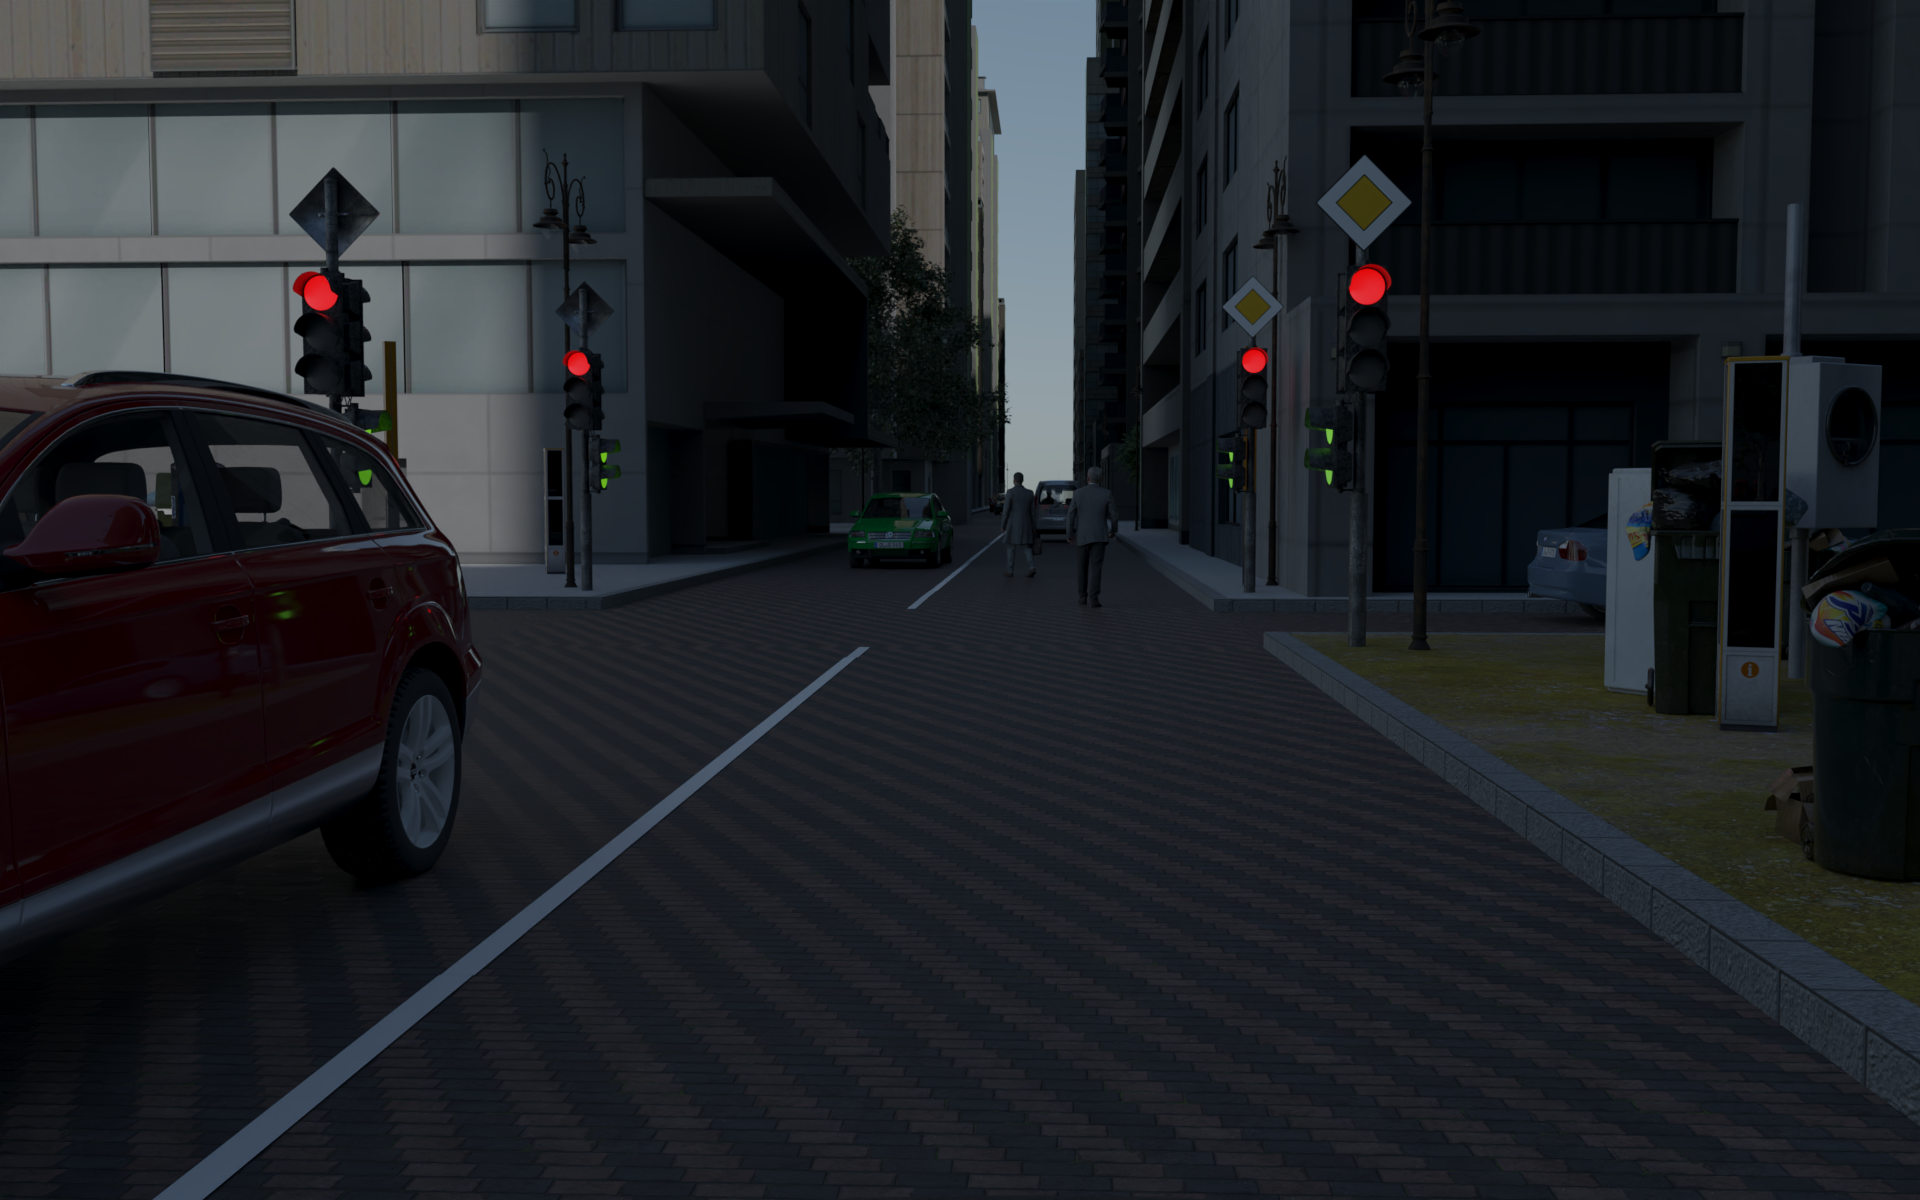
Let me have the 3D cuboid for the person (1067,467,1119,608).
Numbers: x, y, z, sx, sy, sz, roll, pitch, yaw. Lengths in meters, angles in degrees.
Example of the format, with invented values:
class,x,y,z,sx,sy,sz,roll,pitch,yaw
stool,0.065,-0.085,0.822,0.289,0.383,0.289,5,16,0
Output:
class,x,y,z,sx,sy,sz,roll,pitch,yaw
person,1.694,-0.813,22.190,0.661,1.777,0.834,0,4,2

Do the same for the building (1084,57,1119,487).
class,x,y,z,sx,sy,sz,roll,pitch,yaw
building,18.925,-29.480,165.588,14.154,41.232,14.086,0,4,3

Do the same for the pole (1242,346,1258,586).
class,x,y,z,sx,sy,sz,roll,pitch,yaw
pole,4.009,-1.841,23.942,0.158,3.312,0.155,0,3,0

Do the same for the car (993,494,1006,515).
class,x,y,z,sx,sy,sz,roll,pitch,yaw
car,3.403,-6.731,121.856,2.131,1.459,4.920,0,4,4

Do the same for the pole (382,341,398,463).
class,x,y,z,sx,sy,sz,roll,pitch,yaw
pole,-7.620,-1.797,23.216,0.158,3.312,0.155,0,3,0

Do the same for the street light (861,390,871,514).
class,x,y,z,sx,sy,sz,roll,pitch,yaw
street light,-3.363,-5.329,59.916,0.468,5.910,1.993,0,4,3

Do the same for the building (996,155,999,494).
class,x,y,z,sx,sy,sz,roll,pitch,yaw
building,-2.735,-31.788,203.321,14.154,41.232,14.086,0,4,3

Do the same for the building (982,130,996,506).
class,x,y,z,sx,sy,sz,roll,pitch,yaw
building,-3.662,-30.922,189.174,14.154,41.232,14.086,0,4,3

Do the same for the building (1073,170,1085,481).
class,x,y,z,sx,sy,sz,roll,pitch,yaw
building,26.823,-37.998,244.972,21.300,48.544,21.600,0,4,3

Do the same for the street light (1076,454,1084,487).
class,x,y,z,sx,sy,sz,roll,pitch,yaw
street light,12.826,-12.922,184.058,0.468,5.910,1.993,0,4,3

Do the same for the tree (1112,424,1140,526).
class,x,y,z,sx,sy,sz,roll,pitch,yaw
tree,7.721,-5.216,69.003,4.285,4.588,4.351,0,3,0

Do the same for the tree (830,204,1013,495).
class,x,y,z,sx,sy,sz,roll,pitch,yaw
tree,-3.180,-9.211,67.607,9.611,12.733,9.660,0,3,0

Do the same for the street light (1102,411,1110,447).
class,x,y,z,sx,sy,sz,roll,pitch,yaw
street light,8.387,-7.745,99.418,0.468,5.910,1.993,0,4,3

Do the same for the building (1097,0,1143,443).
class,x,y,z,sx,sy,sz,roll,pitch,yaw
building,20.225,-28.014,112.648,22.147,44.769,28.867,0,4,3

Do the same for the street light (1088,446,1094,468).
class,x,y,z,sx,sy,sz,roll,pitch,yaw
street light,10.260,-9.970,135.789,0.468,5.910,1.993,0,4,3

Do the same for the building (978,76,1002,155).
class,x,y,z,sx,sy,sz,roll,pitch,yaw
building,-9.333,-38.830,224.101,28.713,52.752,27.495,0,4,3

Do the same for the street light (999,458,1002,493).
class,x,y,z,sx,sy,sz,roll,pitch,yaw
street light,5.142,-15.096,219.610,0.468,5.910,1.993,0,4,3

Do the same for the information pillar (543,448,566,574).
class,x,y,z,sx,sy,sz,roll,pitch,yaw
information pillar,-6.513,-1.427,27.820,0.304,2.012,0.304,-1,4,-19

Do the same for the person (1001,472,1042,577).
class,x,y,z,sx,sy,sz,roll,pitch,yaw
person,1.022,-1.299,29.847,0.694,1.812,0.767,-2,4,-26

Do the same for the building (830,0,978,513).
class,x,y,z,sx,sy,sz,roll,pitch,yaw
building,-5.754,-28.348,147.087,14.154,41.232,14.086,0,4,3

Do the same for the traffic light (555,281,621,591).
class,x,y,z,sx,sy,sz,roll,pitch,yaw
traffic light,-4.944,-2.079,22.918,0.839,4.253,0.868,0,4,3

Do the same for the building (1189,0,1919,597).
class,x,y,z,sx,sy,sz,roll,pitch,yaw
building,15.156,-36.133,29.023,20.611,71.187,20.563,0,4,3

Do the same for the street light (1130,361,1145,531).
class,x,y,z,sx,sy,sz,roll,pitch,yaw
street light,6.171,-5.355,60.340,0.468,5.910,1.993,0,4,3

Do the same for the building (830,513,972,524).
class,x,y,z,sx,sy,sz,roll,pitch,yaw
building,-6.749,-24.308,81.031,14.154,41.232,14.086,0,4,3

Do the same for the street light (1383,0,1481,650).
class,x,y,z,sx,sy,sz,roll,pitch,yaw
street light,3.790,-2.527,14.108,0.468,5.910,1.993,0,4,3

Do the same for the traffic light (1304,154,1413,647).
class,x,y,z,sx,sy,sz,roll,pitch,yaw
traffic light,3.330,-1.564,14.497,0.839,4.253,0.868,0,4,3

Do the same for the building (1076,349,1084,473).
class,x,y,z,sx,sy,sz,roll,pitch,yaw
building,28.791,-22.958,220.394,27.650,21.520,28.899,0,4,3

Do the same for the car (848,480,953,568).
class,x,y,z,sx,sy,sz,roll,pitch,yaw
car,-1.155,-1.597,34.905,1.959,1.807,4.718,0,4,5

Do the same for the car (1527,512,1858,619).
class,x,y,z,sx,sy,sz,roll,pitch,yaw
car,8.670,-0.439,19.182,4.499,1.417,2.014,0,4,3

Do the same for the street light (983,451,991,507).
class,x,y,z,sx,sy,sz,roll,pitch,yaw
street light,2.594,-12.238,172.872,0.468,5.910,1.993,0,4,3

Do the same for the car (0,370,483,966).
class,x,y,z,sx,sy,sz,roll,pitch,yaw
car,-3.105,0.219,5.093,2.281,1.827,5.304,0,4,4

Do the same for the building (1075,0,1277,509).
class,x,y,z,sx,sy,sz,roll,pitch,yaw
building,23.422,-46.249,194.420,20.563,71.187,20.611,0,4,3

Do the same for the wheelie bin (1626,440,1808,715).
class,x,y,z,sx,sy,sz,roll,pitch,yaw
wheelie bin,4.420,-0.137,10.153,0.980,1.594,0.693,1,4,22

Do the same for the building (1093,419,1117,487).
class,x,y,z,sx,sy,sz,roll,pitch,yaw
building,22.579,-50.692,141.478,22.319,86.520,31.000,0,4,3

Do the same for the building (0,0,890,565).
class,x,y,z,sx,sy,sz,roll,pitch,yaw
building,-16.098,-27.734,42.685,28.713,52.752,27.495,0,4,3

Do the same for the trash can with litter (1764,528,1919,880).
class,x,y,z,sx,sy,sz,roll,pitch,yaw
trash can with litter,3.130,0.323,6.108,0.624,1.170,1.055,0,4,5

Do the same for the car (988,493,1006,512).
class,x,y,z,sx,sy,sz,roll,pitch,yaw
car,3.304,-7.889,138.027,2.155,1.783,4.494,0,4,4

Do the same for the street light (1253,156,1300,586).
class,x,y,z,sx,sy,sz,roll,pitch,yaw
street light,4.382,-3.142,24.152,0.468,5.910,1.993,0,4,3

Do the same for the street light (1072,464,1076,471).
class,x,y,z,sx,sy,sz,roll,pitch,yaw
street light,14.750,-15.135,220.239,0.468,5.910,1.993,0,4,3

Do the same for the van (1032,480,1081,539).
class,x,y,z,sx,sy,sz,roll,pitch,yaw
van,3.016,-2.808,52.922,2.013,2.044,4.112,0,4,3

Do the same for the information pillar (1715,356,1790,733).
class,x,y,z,sx,sy,sz,roll,pitch,yaw
information pillar,4.302,-0.301,9.413,0.304,2.012,0.304,1,4,20

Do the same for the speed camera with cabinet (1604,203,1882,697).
class,x,y,z,sx,sy,sz,roll,pitch,yaw
speed camera with cabinet,5.197,-1.045,11.416,2.038,3.252,0.660,-2,4,-29

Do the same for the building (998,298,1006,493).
class,x,y,z,sx,sy,sz,roll,pitch,yaw
building,-0.762,-28.994,245.752,14.160,30.474,14.107,0,4,3

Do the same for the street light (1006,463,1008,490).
class,x,y,z,sx,sy,sz,roll,pitch,yaw
street light,7.009,-17.330,256.126,0.468,5.910,1.993,0,4,3

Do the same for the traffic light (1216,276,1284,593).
class,x,y,z,sx,sy,sz,roll,pitch,yaw
traffic light,3.756,-2.052,22.471,0.839,4.253,0.868,0,4,3

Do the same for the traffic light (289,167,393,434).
class,x,y,z,sx,sy,sz,roll,pitch,yaw
traffic light,-5.370,-1.592,14.945,0.839,4.253,0.868,0,4,3

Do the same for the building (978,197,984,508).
class,x,y,z,sx,sy,sz,roll,pitch,yaw
building,-5.046,-23.879,162.122,14.160,30.474,14.107,0,4,3

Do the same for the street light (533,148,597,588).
class,x,y,z,sx,sy,sz,roll,pitch,yaw
street light,-5.355,-3.111,23.655,0.468,5.910,1.993,0,4,3

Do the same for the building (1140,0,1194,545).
class,x,y,z,sx,sy,sz,roll,pitch,yaw
building,16.786,-26.206,52.176,21.300,48.544,21.600,0,4,3

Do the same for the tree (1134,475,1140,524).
class,x,y,z,sx,sy,sz,roll,pitch,yaw
tree,8.167,-4.816,73.348,1.663,3.219,1.824,0,3,0

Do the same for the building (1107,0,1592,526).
class,x,y,z,sx,sy,sz,roll,pitch,yaw
building,17.655,-39.577,85.335,20.563,71.187,20.611,0,4,3
